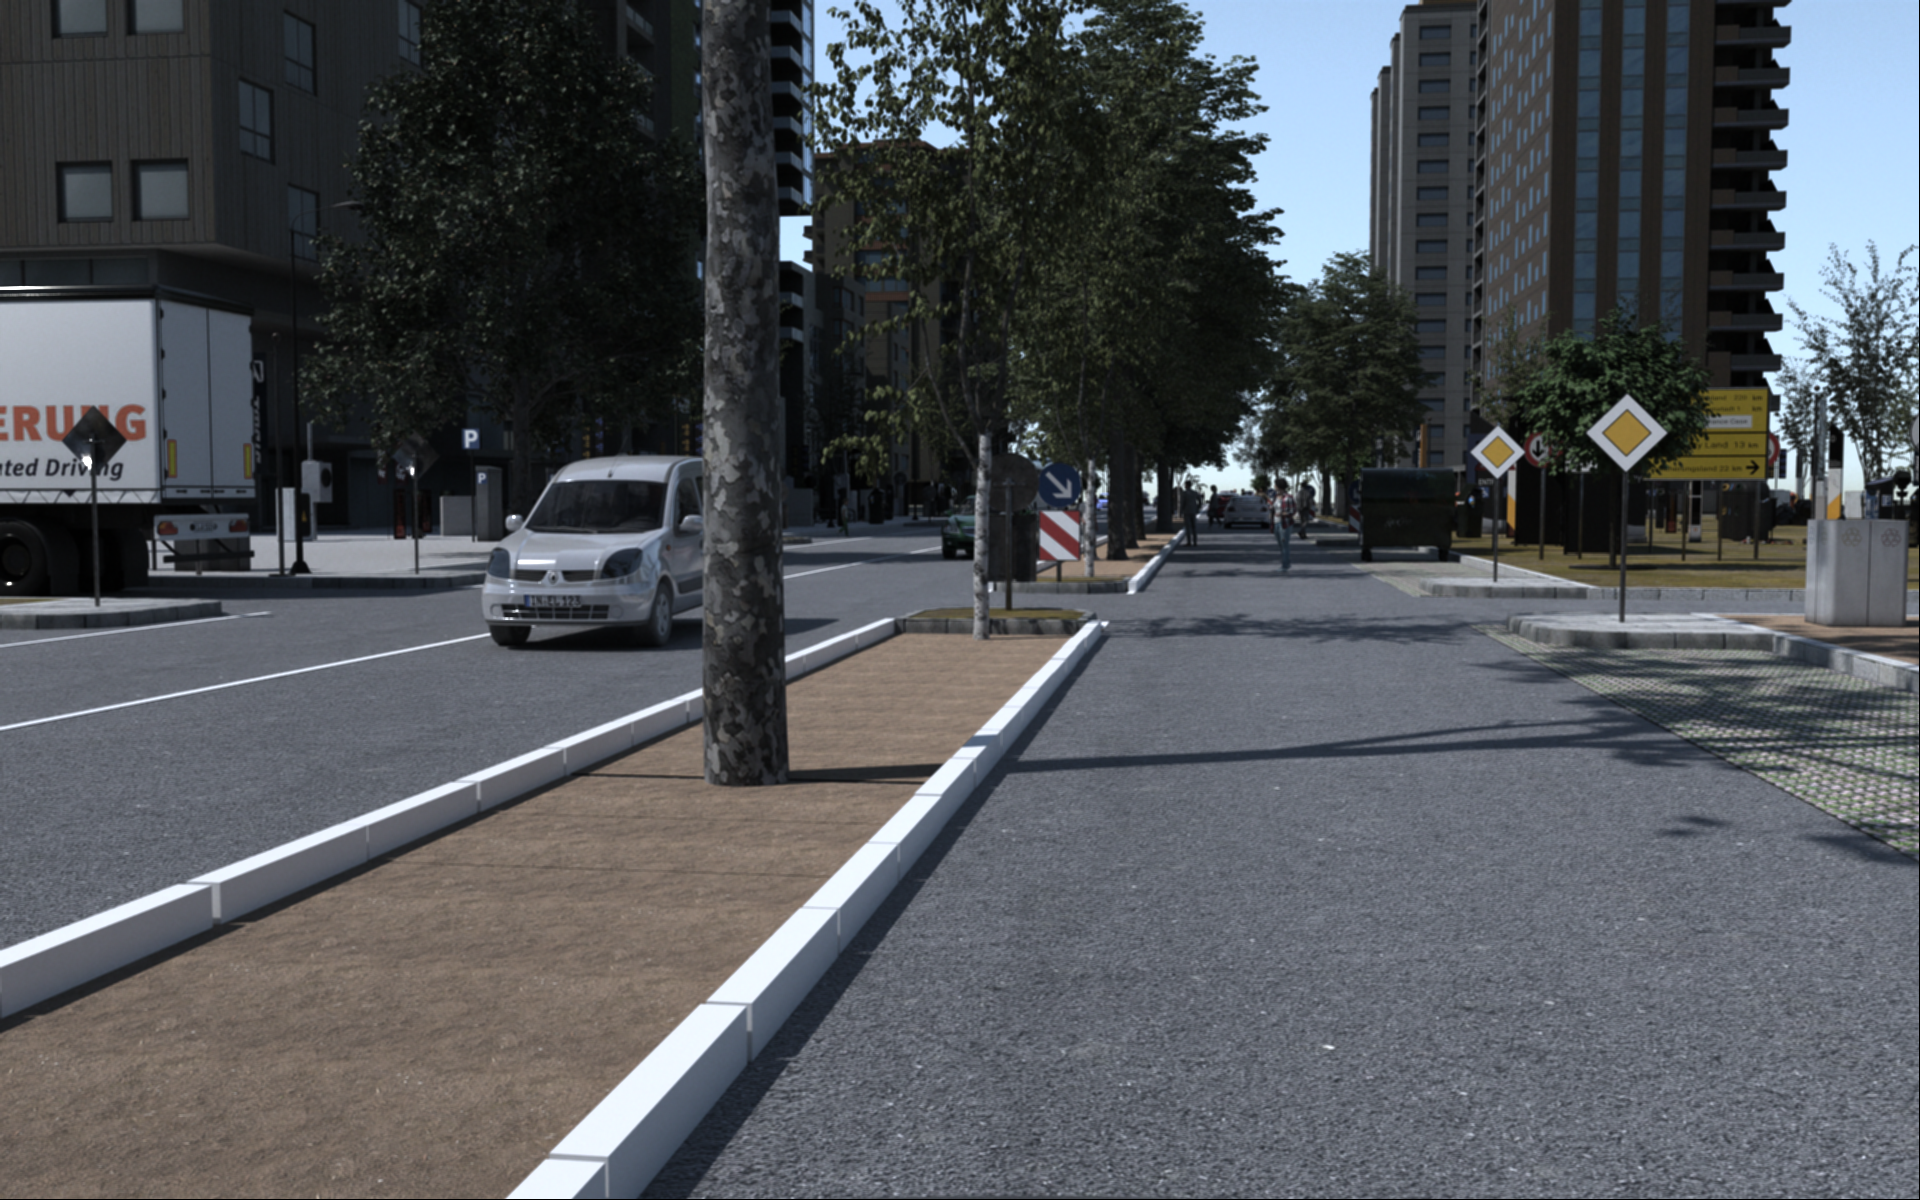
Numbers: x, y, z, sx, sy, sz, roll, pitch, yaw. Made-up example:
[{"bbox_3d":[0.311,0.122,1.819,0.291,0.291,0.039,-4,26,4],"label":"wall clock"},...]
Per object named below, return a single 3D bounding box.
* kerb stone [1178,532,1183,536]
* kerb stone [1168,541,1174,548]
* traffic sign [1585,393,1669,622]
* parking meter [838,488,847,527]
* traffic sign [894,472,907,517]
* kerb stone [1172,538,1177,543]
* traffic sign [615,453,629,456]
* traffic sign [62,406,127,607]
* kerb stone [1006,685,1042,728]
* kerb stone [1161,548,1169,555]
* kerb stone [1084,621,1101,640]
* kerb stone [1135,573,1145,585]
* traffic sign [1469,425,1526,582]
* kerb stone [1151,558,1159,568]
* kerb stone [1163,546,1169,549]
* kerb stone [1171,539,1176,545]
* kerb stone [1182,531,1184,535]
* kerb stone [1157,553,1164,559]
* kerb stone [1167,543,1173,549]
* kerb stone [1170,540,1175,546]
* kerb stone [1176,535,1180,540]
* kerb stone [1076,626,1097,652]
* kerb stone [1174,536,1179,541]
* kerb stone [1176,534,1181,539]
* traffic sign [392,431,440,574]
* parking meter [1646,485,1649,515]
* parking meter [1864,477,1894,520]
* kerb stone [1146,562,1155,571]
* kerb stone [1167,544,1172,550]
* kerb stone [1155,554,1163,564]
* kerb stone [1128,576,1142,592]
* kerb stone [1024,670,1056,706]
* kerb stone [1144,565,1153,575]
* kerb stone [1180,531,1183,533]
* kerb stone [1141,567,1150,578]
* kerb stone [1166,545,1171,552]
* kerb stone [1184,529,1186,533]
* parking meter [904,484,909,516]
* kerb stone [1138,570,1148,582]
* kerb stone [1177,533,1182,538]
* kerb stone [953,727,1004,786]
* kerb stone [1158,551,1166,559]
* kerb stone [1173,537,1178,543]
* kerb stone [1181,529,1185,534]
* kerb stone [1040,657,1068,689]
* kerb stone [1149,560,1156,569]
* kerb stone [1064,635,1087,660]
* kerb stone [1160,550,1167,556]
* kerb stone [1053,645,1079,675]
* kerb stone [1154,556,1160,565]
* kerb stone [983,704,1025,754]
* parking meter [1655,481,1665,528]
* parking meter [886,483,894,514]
[{"bbox_3d":[6.812,-1.953,54.123,0.120,0.150,1.000,1,4,8],"label":"kerb stone"},{"bbox_3d":[5.310,-1.334,44.007,0.120,0.150,1.000,1,4,8],"label":"kerb stone"},{"bbox_3d":[6.616,-0.833,17.256,0.795,2.450,0.064,1,4,8],"label":"traffic sign"},{"bbox_3d":[-4.656,-3.676,68.506,0.372,1.533,0.369,0,3,0],"label":"parking meter"},{"bbox_3d":[-3.402,-6.012,98.408,0.768,2.556,0.104,1,4,13],"label":"traffic sign"},{"bbox_3d":[5.756,-1.520,47.041,0.120,0.150,1.000,1,4,8],"label":"kerb stone"},{"bbox_3d":[-10.432,-3.265,53.484,0.768,2.556,0.104,1,4,17],"label":"traffic sign"},{"bbox_3d":[-9.845,-0.983,19.713,0.795,2.450,0.064,1,4,8],"label":"traffic sign"},{"bbox_3d":[0.392,0.687,10.956,0.120,0.150,1.000,1,4,8],"label":"kerb stone"},{"bbox_3d":[4.557,-1.021,38.937,0.120,0.150,1.000,1,4,8],"label":"kerb stone"},{"bbox_3d":[1.298,0.314,17.069,0.120,0.150,1.000,1,4,8],"label":"kerb stone"},{"bbox_3d":[2.735,-0.280,26.770,0.120,0.150,1.000,1,4,8],"label":"kerb stone"},{"bbox_3d":[7.790,-1.316,25.154,0.795,2.450,0.064,1,4,8],"label":"traffic sign"},{"bbox_3d":[3.646,-0.646,32.864,0.120,0.150,1.000,1,4,8],"label":"kerb stone"},{"bbox_3d":[4.695,-1.087,39.961,0.120,0.150,1.000,1,4,8],"label":"kerb stone"},{"bbox_3d":[5.606,-1.458,46.031,0.120,0.150,1.000,1,4,8],"label":"kerb stone"},{"bbox_3d":[7.102,-2.072,56.148,0.120,0.150,1.000,1,4,8],"label":"kerb stone"},{"bbox_3d":[4.103,-0.838,35.900,0.120,0.150,1.000,1,4,8],"label":"kerb stone"},{"bbox_3d":[5.157,-1.269,42.997,0.120,0.150,1.000,1,4,8],"label":"kerb stone"},{"bbox_3d":[5.452,-1.396,45.019,0.120,0.150,1.000,1,4,8],"label":"kerb stone"},{"bbox_3d":[6.356,-1.767,51.091,0.120,0.150,1.000,1,4,8],"label":"kerb stone"},{"bbox_3d":[1.147,0.379,16.052,0.120,0.150,1.000,1,4,8],"label":"kerb stone"},{"bbox_3d":[6.056,-1.644,49.069,0.120,0.150,1.000,1,4,8],"label":"kerb stone"},{"bbox_3d":[6.503,-1.829,52.102,0.120,0.150,1.000,1,4,8],"label":"kerb stone"},{"bbox_3d":[-8.671,-1.466,27.612,0.795,2.450,0.064,1,4,8],"label":"traffic sign"},{"bbox_3d":[38.316,-5.551,96.475,0.399,1.863,0.255,2,4,31],"label":"parking meter"},{"bbox_3d":[13.483,-1.041,25.432,0.372,1.533,0.369,0,3,0],"label":"parking meter"},{"bbox_3d":[3.339,-0.528,30.823,0.120,0.150,1.000,1,4,8],"label":"kerb stone"},{"bbox_3d":[4.996,-1.205,41.983,0.120,0.150,1.000,1,4,8],"label":"kerb stone"},{"bbox_3d":[3.954,-0.775,34.889,0.120,0.150,1.000,1,4,8],"label":"kerb stone"},{"bbox_3d":[2.586,-0.218,25.759,0.120,0.150,1.000,1,4,8],"label":"kerb stone"},{"bbox_3d":[0.540,0.625,11.979,0.120,0.150,1.000,1,4,8],"label":"kerb stone"},{"bbox_3d":[3.193,-0.465,29.804,0.120,0.150,1.000,1,4,8],"label":"kerb stone"},{"bbox_3d":[6.954,-2.015,55.135,0.120,0.150,1.000,1,4,8],"label":"kerb stone"},{"bbox_3d":[3.038,-0.403,28.794,0.120,0.150,1.000,1,4,8],"label":"kerb stone"},{"bbox_3d":[4.847,-1.145,40.972,0.120,0.150,1.000,1,4,8],"label":"kerb stone"},{"bbox_3d":[7.554,-2.259,59.184,0.120,0.150,1.000,1,4,8],"label":"kerb stone"},{"bbox_3d":[-3.118,-5.788,100.340,0.255,1.863,0.399,-1,4,-8],"label":"parking meter"},{"bbox_3d":[2.896,-0.339,27.779,0.120,0.150,1.000,1,4,8],"label":"kerb stone"},{"bbox_3d":[6.656,-1.889,53.113,0.120,0.150,1.000,1,4,8],"label":"kerb stone"},{"bbox_3d":[0.090,0.812,8.923,0.120,0.150,1.000,1,4,8],"label":"kerb stone"},{"bbox_3d":[4.253,-0.892,36.911,0.120,0.150,1.000,1,4,8],"label":"kerb stone"},{"bbox_3d":[5.901,-1.581,48.055,0.120,0.150,1.000,1,4,8],"label":"kerb stone"},{"bbox_3d":[7.404,-2.199,58.172,0.120,0.150,1.000,1,4,8],"label":"kerb stone"},{"bbox_3d":[0.689,0.569,12.991,0.120,0.150,1.000,1,4,8],"label":"kerb stone"},{"bbox_3d":[3.485,-0.588,31.842,0.120,0.150,1.000,1,4,8],"label":"kerb stone"},{"bbox_3d":[0.986,0.439,15.034,0.120,0.150,1.000,1,4,8],"label":"kerb stone"},{"bbox_3d":[4.396,-0.957,37.927,0.120,0.150,1.000,1,4,8],"label":"kerb stone"},{"bbox_3d":[0.843,0.501,14.012,0.120,0.150,1.000,1,4,8],"label":"kerb stone"},{"bbox_3d":[3.792,-0.714,33.875,0.120,0.150,1.000,1,4,8],"label":"kerb stone"},{"bbox_3d":[0.242,0.750,9.940,0.120,0.150,1.000,1,4,8],"label":"kerb stone"},{"bbox_3d":[26.210,-3.615,64.816,0.255,1.863,0.399,1,4,12],"label":"parking meter"},{"bbox_3d":[-3.836,-5.477,95.266,0.399,1.863,0.255,0,4,8],"label":"parking meter"}]
